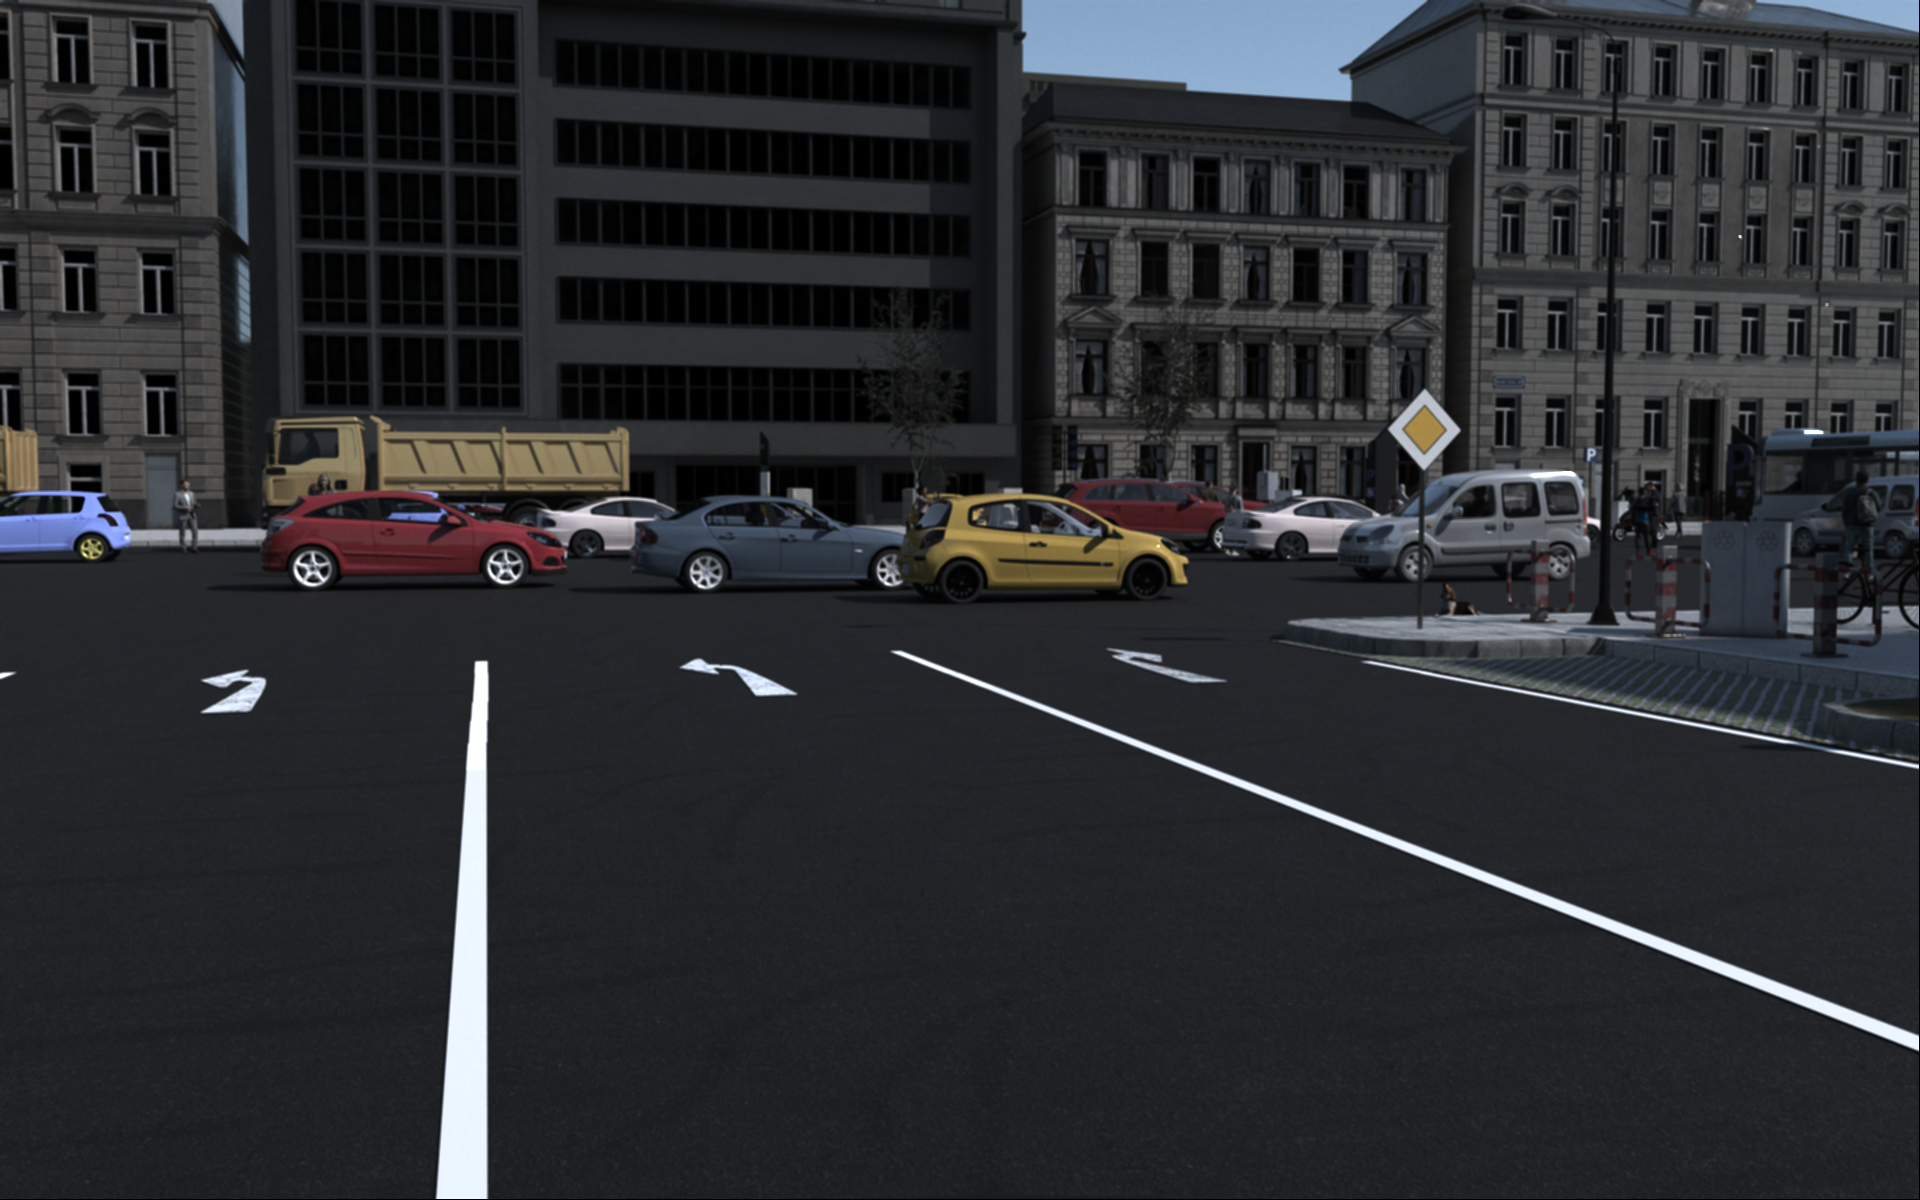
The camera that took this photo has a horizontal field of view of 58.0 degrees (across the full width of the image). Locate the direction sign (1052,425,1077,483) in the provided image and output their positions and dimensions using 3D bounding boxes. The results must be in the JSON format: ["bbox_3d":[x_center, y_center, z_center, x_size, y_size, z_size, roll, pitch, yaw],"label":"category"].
[{"bbox_3d":[3.463,-3.998,57.363,0.876,3.537,0.379,1,4,23],"label":"direction sign"}]

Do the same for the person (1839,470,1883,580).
[{"bbox_3d":[14.886,-1.238,28.726,0.713,1.824,0.794,-2,4,-31],"label":"person"}]

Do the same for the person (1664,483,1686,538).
[{"bbox_3d":[23.223,-2.902,56.126,0.709,1.800,0.728,-1,4,-9],"label":"person"}]

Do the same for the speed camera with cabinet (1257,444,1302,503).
[{"bbox_3d":[12.639,-4.537,68.515,0.660,3.252,2.038,-2,4,-32],"label":"speed camera with cabinet"}]

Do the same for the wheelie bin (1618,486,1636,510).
[{"bbox_3d":[26.015,-3.650,67.578,0.693,1.594,0.980,1,4,22],"label":"wheelie bin"}]

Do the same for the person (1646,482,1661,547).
[{"bbox_3d":[18.541,-2.303,46.606,0.568,1.767,0.683,1,4,8],"label":"person"}]

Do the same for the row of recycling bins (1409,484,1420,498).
[{"bbox_3d":[20.203,-3.927,71.315,3.534,1.692,1.069,-1,4,-12],"label":"row of recycling bins"}]

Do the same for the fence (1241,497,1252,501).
[{"bbox_3d":[10.033,-3.075,61.484,0.480,1.192,2.264,0,4,-7],"label":"fence"}]

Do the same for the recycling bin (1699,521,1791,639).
[{"bbox_3d":[7.158,-0.197,15.782,0.722,1.027,0.722,2,4,26],"label":"recycling bin"}]

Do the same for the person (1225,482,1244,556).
[{"bbox_3d":[6.375,-1.888,40.366,0.512,1.701,0.522,2,4,33],"label":"person"}]

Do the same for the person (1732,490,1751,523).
[{"bbox_3d":[20.290,-2.093,44.986,0.482,1.546,0.388,-3,5,-43],"label":"person"}]

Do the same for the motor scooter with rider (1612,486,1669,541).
[{"bbox_3d":[20.754,-2.683,52.831,1.986,1.779,0.876,-1,4,-17],"label":"motor scooter with rider"}]

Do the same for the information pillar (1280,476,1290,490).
[{"bbox_3d":[13.476,-4.123,71.901,0.304,2.012,0.304,-2,4,-24],"label":"information pillar"}]

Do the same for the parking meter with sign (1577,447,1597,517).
[{"bbox_3d":[23.221,-4.232,65.454,0.543,3.016,1.738,-1,4,-22],"label":"parking meter with sign"}]

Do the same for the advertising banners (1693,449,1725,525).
[{"bbox_3d":[28.996,-4.338,67.109,0.090,3.025,2.074,-1,4,-10],"label":"advertising banners"}]

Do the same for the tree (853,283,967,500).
[{"bbox_3d":[-1.536,-6.690,59.748,4.360,8.622,3.978,0,3,0],"label":"tree"}]

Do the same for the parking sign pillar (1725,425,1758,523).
[{"bbox_3d":[30.158,-4.781,66.635,1.447,3.967,1.447,-2,4,-29],"label":"parking sign pillar"}]

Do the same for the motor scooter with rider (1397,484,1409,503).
[{"bbox_3d":[13.860,-2.713,53.329,1.986,1.779,0.876,-1,4,-17],"label":"motor scooter with rider"}]

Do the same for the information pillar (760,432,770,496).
[{"bbox_3d":[-7.300,-4.491,64.774,0.183,3.616,0.504,-3,5,-44],"label":"information pillar"}]

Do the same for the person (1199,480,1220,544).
[{"bbox_3d":[7.205,-2.530,49.772,0.656,1.842,0.836,-2,4,-33],"label":"person"}]

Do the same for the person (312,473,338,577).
[{"bbox_3d":[-10.887,-1.301,29.953,0.709,1.800,0.728,0,4,-1],"label":"person"}]

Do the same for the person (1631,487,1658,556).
[{"bbox_3d":[15.821,-1.811,39.975,0.647,1.594,0.662,3,5,41],"label":"person"}]

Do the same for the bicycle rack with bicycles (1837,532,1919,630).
[{"bbox_3d":[9.998,-0.174,16.232,2.852,0.926,2.925,-1,4,-13],"label":"bicycle rack with bicycles"}]

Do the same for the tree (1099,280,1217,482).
[{"bbox_3d":[7.154,-6.716,60.161,4.360,8.622,3.978,0,3,0],"label":"tree"}]

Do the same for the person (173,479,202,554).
[{"bbox_3d":[-18.592,-2.020,41.731,0.583,1.804,0.606,2,4,28],"label":"person"}]

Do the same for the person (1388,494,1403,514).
[{"bbox_3d":[11.833,-2.164,47.070,0.628,1.438,0.799,0,4,-7],"label":"person"}]

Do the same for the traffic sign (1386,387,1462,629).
[{"bbox_3d":[4.370,-0.781,16.405,0.795,2.450,0.064,-1,4,-15],"label":"traffic sign"}]

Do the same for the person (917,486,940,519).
[{"bbox_3d":[-0.803,-2.047,43.429,0.517,1.644,0.566,-2,4,-29],"label":"person"}]

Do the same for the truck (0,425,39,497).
[{"bbox_3d":[-28.823,-2.911,43.511,9.791,3.379,3.469,-1,4,-15],"label":"truck"}]

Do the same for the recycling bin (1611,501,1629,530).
[{"bbox_3d":[23.625,-3.054,62.495,0.722,1.027,0.722,-3,4,-37],"label":"recycling bin"}]

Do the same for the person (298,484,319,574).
[{"bbox_3d":[-11.620,-1.270,30.976,0.444,1.614,0.593,-2,4,-33],"label":"person"}]

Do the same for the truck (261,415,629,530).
[{"bbox_3d":[-13.542,-2.967,44.437,9.791,3.379,3.469,-1,4,-15],"label":"truck"}]

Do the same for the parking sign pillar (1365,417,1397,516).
[{"bbox_3d":[14.669,-4.395,60.324,1.447,3.967,1.447,-3,5,-42],"label":"parking sign pillar"}]
